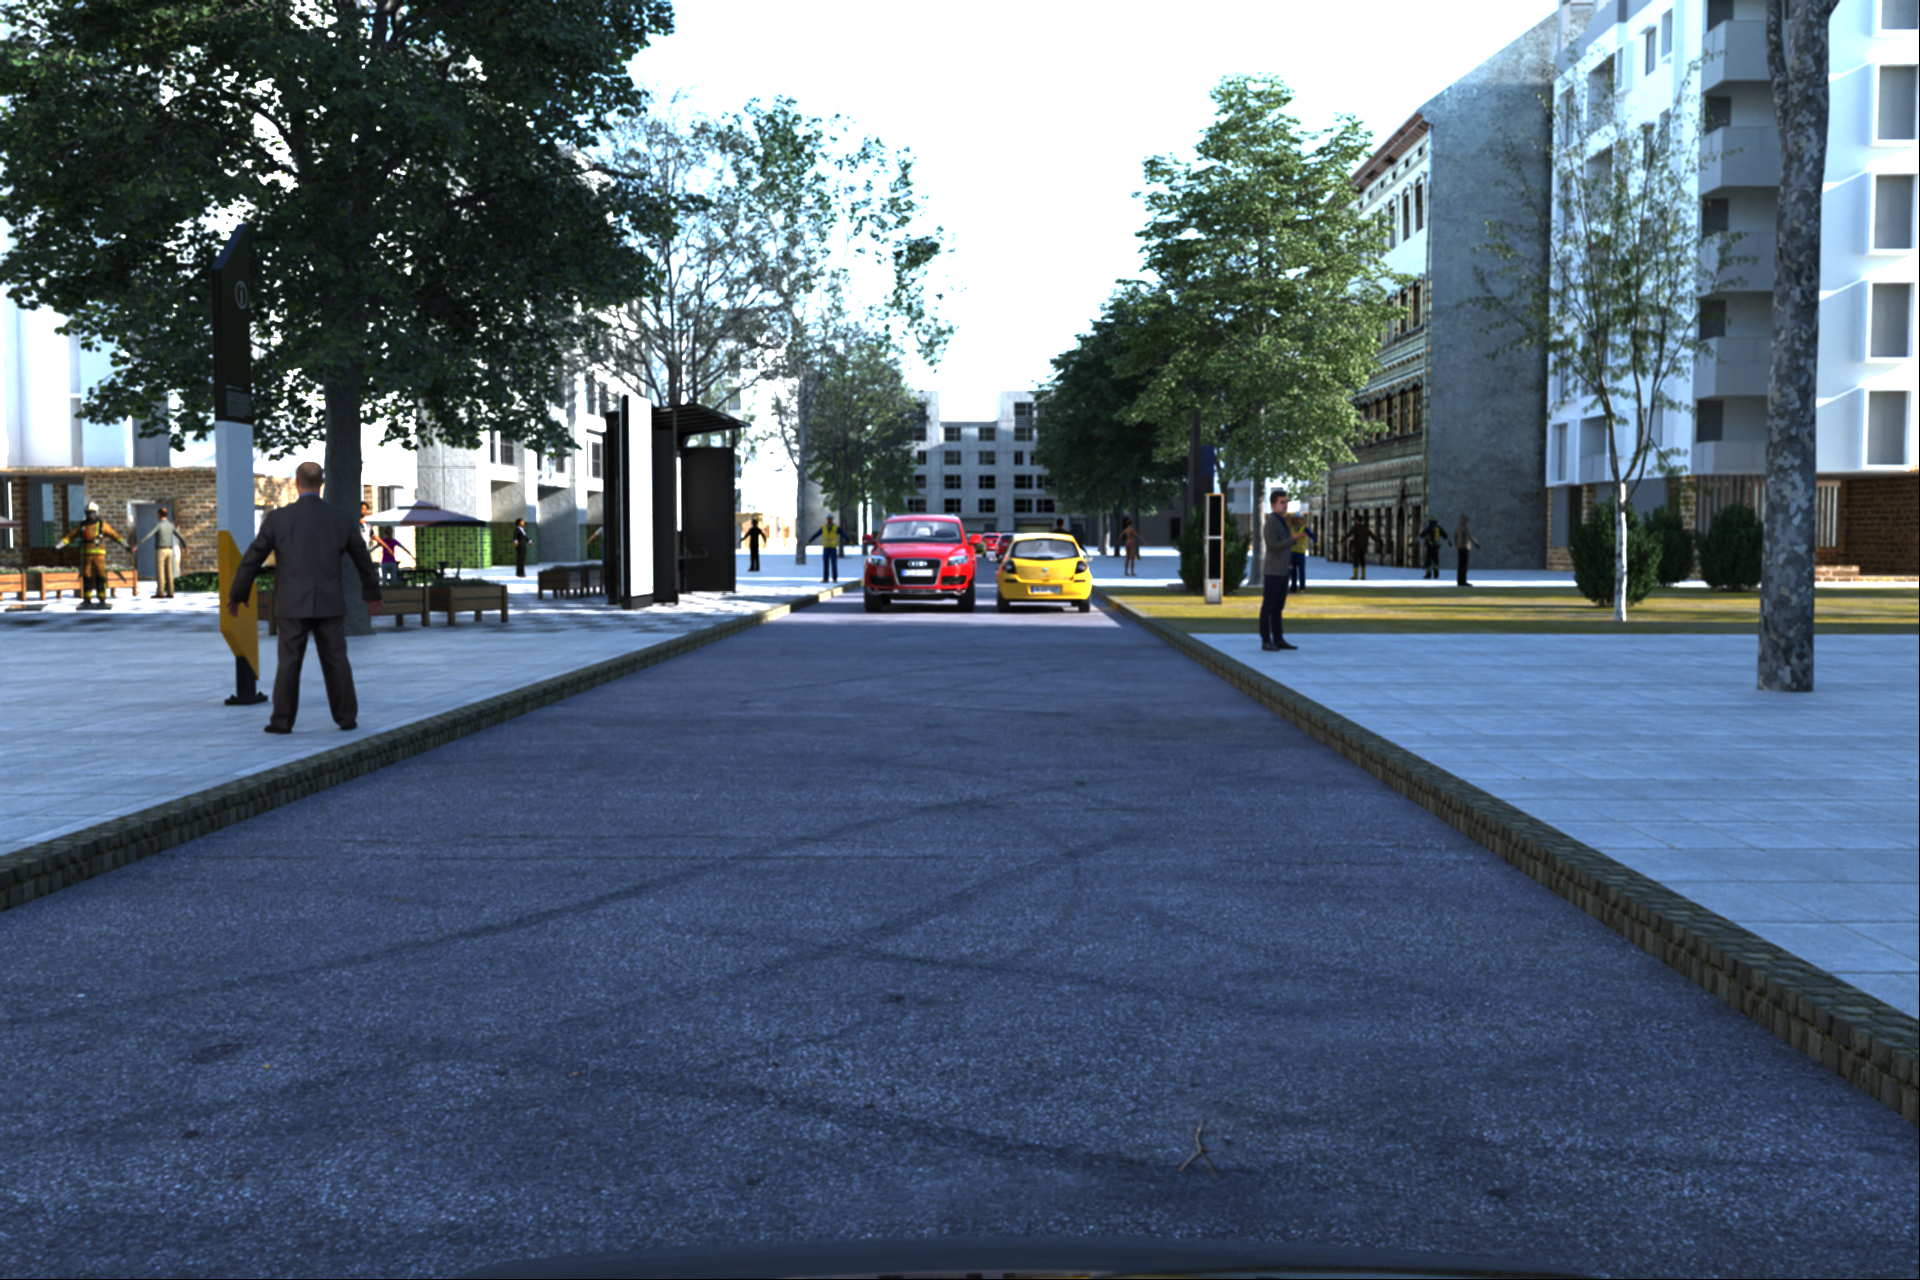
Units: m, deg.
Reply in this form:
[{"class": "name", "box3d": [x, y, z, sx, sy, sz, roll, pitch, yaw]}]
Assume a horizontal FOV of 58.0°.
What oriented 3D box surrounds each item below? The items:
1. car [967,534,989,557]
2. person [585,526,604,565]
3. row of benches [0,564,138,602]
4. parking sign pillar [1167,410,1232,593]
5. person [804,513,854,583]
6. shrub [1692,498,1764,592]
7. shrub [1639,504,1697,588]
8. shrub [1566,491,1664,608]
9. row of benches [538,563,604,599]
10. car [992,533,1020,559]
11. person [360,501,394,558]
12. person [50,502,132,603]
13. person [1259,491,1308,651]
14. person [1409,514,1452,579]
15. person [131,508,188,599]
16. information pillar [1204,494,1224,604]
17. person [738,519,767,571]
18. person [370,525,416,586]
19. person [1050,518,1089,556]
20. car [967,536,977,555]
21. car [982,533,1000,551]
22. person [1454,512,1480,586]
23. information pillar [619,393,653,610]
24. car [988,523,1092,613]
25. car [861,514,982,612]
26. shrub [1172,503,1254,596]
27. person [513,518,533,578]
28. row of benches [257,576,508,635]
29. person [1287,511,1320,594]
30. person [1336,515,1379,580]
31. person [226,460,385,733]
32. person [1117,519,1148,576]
[{"class": "car", "box3d": [0.795, -5.988, 108.130, 2.015, 1.641, 3.980, 0, 4, 1]}, {"class": "person", "box3d": [-10.427, -2.780, 51.313, 1.347, 1.847, 0.705, 0, 4, -5]}, {"class": "row of benches", "box3d": [-17.744, -1.129, 33.916, 1.422, 0.672, 4.104, 1, 4, 17]}, {"class": "parking sign pillar", "box3d": [5.316, -3.051, 38.359, 1.447, 3.967, 1.447, 0, 4, 2]}, {"class": "person", "box3d": [-3.434, -2.431, 45.711, 1.349, 1.833, 0.705, 0, 4, 8]}, {"class": "shrub", "box3d": [17.130, -2.095, 38.291, 1.661, 2.075, 1.752, 0, 3, 0]}, {"class": "shrub", "box3d": [16.865, -2.274, 41.597, 1.690, 2.028, 1.600, 0, 3, 0]}, {"class": "shrub", "box3d": [11.487, -1.588, 30.380, 1.690, 2.028, 1.600, 0, 3, 0]}, {"class": "row of benches", "box3d": [-7.864, -1.249, 35.885, 1.422, 0.672, 4.104, 0, 4, 4]}, {"class": "car", "box3d": [2.900, -5.467, 98.433, 2.155, 1.783, 4.494, 0, 4, 1]}, {"class": "person", "box3d": [-9.839, -1.369, 28.521, 0.704, 1.843, 1.345, 1, 4, 19]}, {"class": "person", "box3d": [-15.668, -1.561, 31.286, 1.354, 1.858, 0.705, -1, 4, -14]}, {"class": "person", "box3d": [3.624, -0.762, 19.028, 0.617, 1.759, 0.750, -3, 5, -45]}, {"class": "person", "box3d": [13.622, -2.703, 49.976, 1.354, 1.856, 0.705, -1, 4, -14]}, {"class": "person", "box3d": [-15.871, -1.724, 34.465, 0.705, 1.796, 1.348, 2, 4, 24]}, {"class": "information pillar", "box3d": [4.634, -1.661, 31.644, 0.304, 2.012, 0.304, 0, 4, 0]}, {"class": "person", "box3d": [-7.120, -3.281, 59.830, 0.705, 1.806, 1.347, 3, 5, 39]}, {"class": "person", "box3d": [-10.095, -1.303, 30.568, 0.991, 1.433, 0.599, -2, 4, -32]}, {"class": "person", "box3d": [2.401, -2.012, 41.488, 1.346, 1.812, 0.704, 1, 4, 14]}, {"class": "car", "box3d": [-0.108, -4.610, 87.951, 1.945, 1.354, 3.894, 0, 4, 1]}, {"class": "car", "box3d": [2.238, -6.938, 122.480, 2.155, 1.783, 4.494, 0, 4, 1]}, {"class": "person", "box3d": [12.429, -2.233, 42.631, 0.705, 1.813, 1.348, 0, 4, -7]}, {"class": "information pillar", "box3d": [-5.563, -2.353, 29.793, 0.184, 3.620, 1.656, 0, 4, 2]}, {"class": "car", "box3d": [1.550, -1.391, 32.968, 2.015, 1.641, 3.980, 0, 4, 0]}, {"class": "car", "box3d": [-0.719, -1.520, 33.533, 2.281, 1.827, 5.304, 0, 4, 1]}, {"class": "shrub", "box3d": [5.286, -1.947, 36.256, 1.690, 2.028, 1.600, 0, 3, 0]}, {"class": "person", "box3d": [-12.816, -2.697, 50.820, 0.721, 1.740, 1.216, 0, 4, 8]}, {"class": "row of benches", "box3d": [-7.857, -0.510, 23.801, 1.422, 0.672, 4.104, 2, 4, 33]}, {"class": "person", "box3d": [7.261, -1.894, 37.434, 1.216, 1.772, 0.721, 3, 5, 44]}, {"class": "person", "box3d": [11.185, -2.595, 48.565, 1.346, 1.812, 0.704, -1, 4, -17]}, {"class": "person", "box3d": [-4.260, -0.286, 11.278, 0.990, 1.755, 0.434, -2, 4, -31]}, {"class": "person", "box3d": [5.290, -2.845, 53.319, 0.721, 1.733, 1.217, -3, 5, -44]}]
